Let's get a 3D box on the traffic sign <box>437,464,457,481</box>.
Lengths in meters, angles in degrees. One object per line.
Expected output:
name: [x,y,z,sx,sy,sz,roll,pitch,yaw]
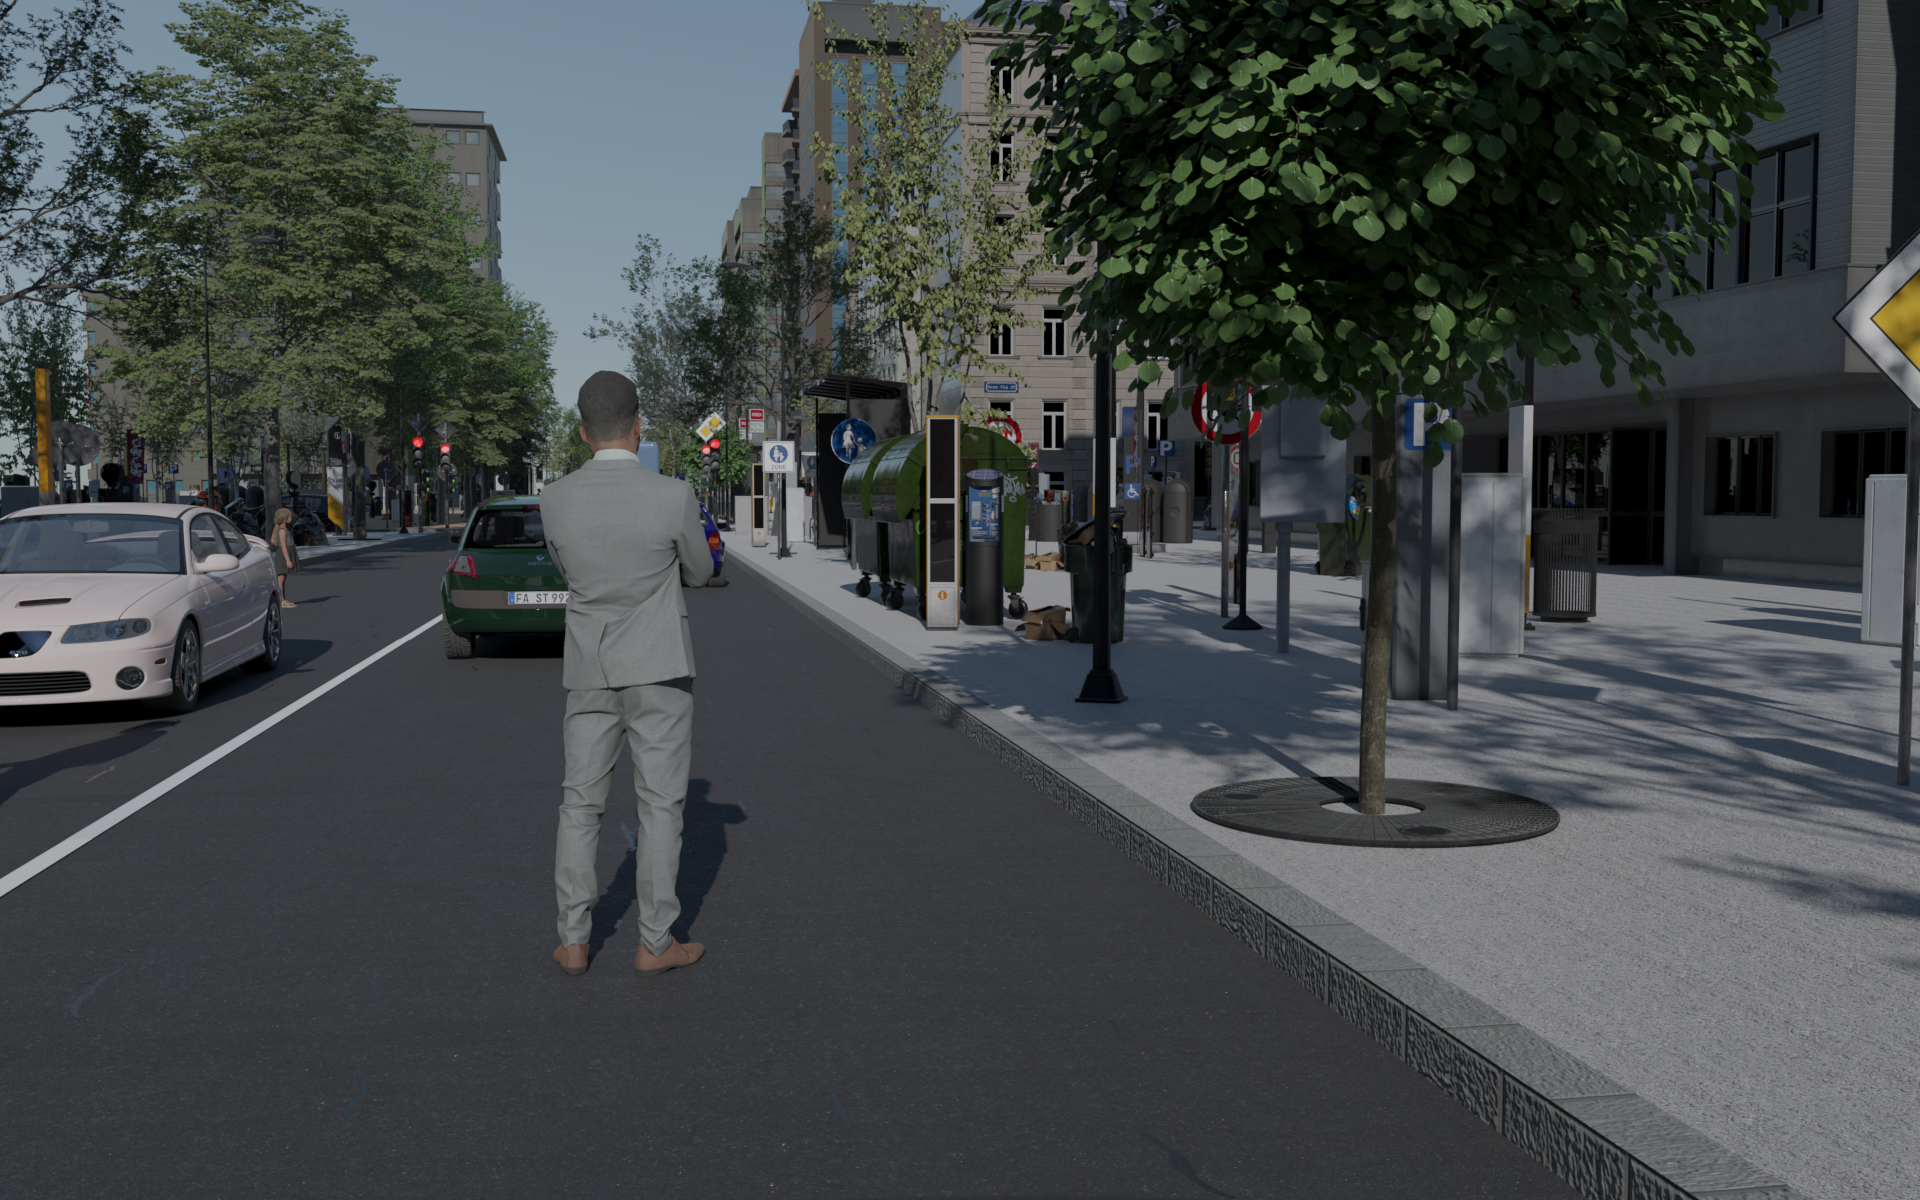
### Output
traffic sign: [-20.280,-4.183,68.496,0.768,2.556,0.104,-1,4,-9]

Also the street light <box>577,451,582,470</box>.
street light: [-41.895,-13.225,188.772,1.470,5.913,1.316,-1,4,-10]

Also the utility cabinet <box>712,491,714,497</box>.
utility cabinet: [-17.460,-7.186,126.176,1.173,1.500,0.318,0,4,7]

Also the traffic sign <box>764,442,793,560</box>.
traffic sign: [-3.524,-1.929,33.674,0.606,2.300,0.079,-1,4,-10]

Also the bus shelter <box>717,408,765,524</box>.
bus shelter: [-9.793,-6.190,78.831,2.179,5.291,8.768,-1,4,-10]

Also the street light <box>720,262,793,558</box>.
street light: [-4.099,-3.811,34.855,1.470,5.913,1.316,-1,4,-10]

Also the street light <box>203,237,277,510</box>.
street light: [-13.042,-3.599,31.389,1.470,5.913,1.316,-1,4,-10]

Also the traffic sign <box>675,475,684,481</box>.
traffic sign: [-19.122,-7.214,118.052,0.768,2.556,0.104,-1,4,-9]

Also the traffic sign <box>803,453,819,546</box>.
traffic sign: [-3.570,-2.469,42.498,0.606,2.300,0.079,0,4,-3]

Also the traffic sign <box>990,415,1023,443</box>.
traffic sign: [0.615,-1.687,27.681,0.768,2.556,0.104,0,4,-7]

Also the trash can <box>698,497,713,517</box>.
trash can: [-12.333,-4.424,83.979,0.748,1.137,0.748,0,3,0]

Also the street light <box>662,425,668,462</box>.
street light: [-19.122,-8.813,116.625,1.470,5.913,1.316,-1,4,-10]

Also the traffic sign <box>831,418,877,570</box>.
traffic sign: [-1.788,-1.782,29.243,0.768,2.556,0.104,0,4,-4]

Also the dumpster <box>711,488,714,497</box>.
dumpster: [-20.027,-8.322,138.557,1.502,2.255,1.985,-1,4,-10]

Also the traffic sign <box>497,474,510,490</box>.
traffic sign: [-28.254,-6.555,107.285,0.768,2.556,0.104,0,4,-6]

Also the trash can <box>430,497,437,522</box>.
trash can: [-23.953,-4.142,79.378,0.748,1.137,0.748,0,3,0]

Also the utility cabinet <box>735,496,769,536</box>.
utility cabinet: [-6.448,-2.602,53.705,1.020,1.237,0.306,0,4,0]

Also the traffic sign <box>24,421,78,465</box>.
traffic sign: [-15.994,-1.865,30.490,0.884,2.594,0.081,0,4,-6]

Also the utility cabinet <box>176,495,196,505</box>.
utility cabinet: [-36.344,-4.304,81.539,0.306,1.237,1.020,2,4,34]

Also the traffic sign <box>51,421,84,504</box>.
traffic sign: [-15.574,-1.831,30.037,0.768,2.556,0.104,0,4,-3]

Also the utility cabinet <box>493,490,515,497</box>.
utility cabinet: [-25.711,-5.442,97.662,1.173,1.500,0.318,0,4,-1]

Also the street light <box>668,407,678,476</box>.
street light: [-14.730,-7.349,92.695,1.470,5.913,1.316,-1,4,-10]

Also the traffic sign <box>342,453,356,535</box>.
traffic sign: [-19.047,-3.273,53.618,0.768,2.556,0.104,0,4,-3]

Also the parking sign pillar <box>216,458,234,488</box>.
parking sign pillar: [-54.851,-8.628,129.543,1.447,3.967,1.447,3,5,44]

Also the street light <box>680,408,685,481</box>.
street light: [-10.151,-5.827,67.813,1.470,5.913,1.316,-1,4,-10]

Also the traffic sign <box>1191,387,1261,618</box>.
traffic sign: [2.750,-1.090,17.922,0.768,2.556,0.104,0,4,-2]

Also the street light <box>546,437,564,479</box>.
street light: [-32.897,-10.251,140.152,1.470,5.913,1.316,-1,4,-10]

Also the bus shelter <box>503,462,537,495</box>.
bus shelter: [-29.517,-8.415,115.221,2.179,5.291,8.768,-1,4,-10]

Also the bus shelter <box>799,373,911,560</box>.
bus shelter: [-2.274,-2.795,36.974,1.731,3.624,6.357,-1,4,-10]

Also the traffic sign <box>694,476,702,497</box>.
traffic sign: [-12.949,-5.299,86.748,0.768,2.556,0.104,0,4,-8]

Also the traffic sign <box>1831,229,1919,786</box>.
traffic sign: [4.158,-0.390,7.566,0.795,2.450,0.064,0,4,-2]

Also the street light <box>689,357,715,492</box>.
street light: [-8.462,-5.275,58.790,1.470,5.913,1.316,-1,4,-10]

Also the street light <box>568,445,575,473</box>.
street light: [-37.410,-11.738,164.461,1.470,5.913,1.316,-1,4,-10]

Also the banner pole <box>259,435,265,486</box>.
banner pole: [-26.056,-4.607,65.339,0.401,3.779,0.863,2,4,24]

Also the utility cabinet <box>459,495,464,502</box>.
utility cabinet: [-38.545,-7.519,134.091,0.306,1.237,1.020,-1,4,-21]

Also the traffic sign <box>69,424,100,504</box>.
traffic sign: [-16.034,-1.920,31.502,0.768,2.556,0.104,-1,4,-9]

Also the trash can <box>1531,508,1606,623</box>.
trash can: [6.079,-0.351,17.395,0.748,1.137,0.748,0,3,0]

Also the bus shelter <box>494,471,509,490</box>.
bus shelter: [-33.803,-8.281,129.317,2.014,3.302,5.546,-1,4,-10]

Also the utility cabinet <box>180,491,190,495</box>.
utility cabinet: [-57.774,-7.402,129.701,1.173,1.500,0.318,1,4,10]

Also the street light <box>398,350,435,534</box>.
street light: [-17.427,-5.096,55.856,1.470,5.913,1.316,-1,4,-10]

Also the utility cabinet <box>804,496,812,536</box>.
utility cabinet: [-4.948,-2.575,53.266,0.306,1.237,1.020,-3,5,-41]

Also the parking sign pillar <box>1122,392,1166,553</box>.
parking sign pillar: [3.830,-3.040,38.172,1.447,3.967,1.447,0,4,8]

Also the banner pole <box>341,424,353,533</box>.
banner pole: [-20.154,-4.087,56.838,0.401,3.779,0.863,0,4,-3]

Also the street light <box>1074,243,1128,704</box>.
street light: [0.345,-2.321,10.483,1.470,5.913,1.316,-1,4,-10]

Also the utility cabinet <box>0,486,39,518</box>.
utility cabinet: [-25.107,-2.317,46.569,1.173,1.500,0.318,0,4,-4]

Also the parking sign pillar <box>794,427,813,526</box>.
parking sign pillar: [-6.563,-4.894,68.496,1.447,3.967,1.447,0,4,-4]

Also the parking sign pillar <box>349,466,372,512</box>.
parking sign pillar: [-41.894,-8.128,121.372,1.447,3.967,1.447,2,4,33]

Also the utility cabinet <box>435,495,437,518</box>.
utility cabinet: [-28.161,-5.044,93.628,0.306,1.237,1.020,-1,4,-20]

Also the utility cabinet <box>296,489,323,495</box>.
utility cabinet: [-28.842,-4.160,76.700,1.173,1.500,0.318,-2,4,-33]
